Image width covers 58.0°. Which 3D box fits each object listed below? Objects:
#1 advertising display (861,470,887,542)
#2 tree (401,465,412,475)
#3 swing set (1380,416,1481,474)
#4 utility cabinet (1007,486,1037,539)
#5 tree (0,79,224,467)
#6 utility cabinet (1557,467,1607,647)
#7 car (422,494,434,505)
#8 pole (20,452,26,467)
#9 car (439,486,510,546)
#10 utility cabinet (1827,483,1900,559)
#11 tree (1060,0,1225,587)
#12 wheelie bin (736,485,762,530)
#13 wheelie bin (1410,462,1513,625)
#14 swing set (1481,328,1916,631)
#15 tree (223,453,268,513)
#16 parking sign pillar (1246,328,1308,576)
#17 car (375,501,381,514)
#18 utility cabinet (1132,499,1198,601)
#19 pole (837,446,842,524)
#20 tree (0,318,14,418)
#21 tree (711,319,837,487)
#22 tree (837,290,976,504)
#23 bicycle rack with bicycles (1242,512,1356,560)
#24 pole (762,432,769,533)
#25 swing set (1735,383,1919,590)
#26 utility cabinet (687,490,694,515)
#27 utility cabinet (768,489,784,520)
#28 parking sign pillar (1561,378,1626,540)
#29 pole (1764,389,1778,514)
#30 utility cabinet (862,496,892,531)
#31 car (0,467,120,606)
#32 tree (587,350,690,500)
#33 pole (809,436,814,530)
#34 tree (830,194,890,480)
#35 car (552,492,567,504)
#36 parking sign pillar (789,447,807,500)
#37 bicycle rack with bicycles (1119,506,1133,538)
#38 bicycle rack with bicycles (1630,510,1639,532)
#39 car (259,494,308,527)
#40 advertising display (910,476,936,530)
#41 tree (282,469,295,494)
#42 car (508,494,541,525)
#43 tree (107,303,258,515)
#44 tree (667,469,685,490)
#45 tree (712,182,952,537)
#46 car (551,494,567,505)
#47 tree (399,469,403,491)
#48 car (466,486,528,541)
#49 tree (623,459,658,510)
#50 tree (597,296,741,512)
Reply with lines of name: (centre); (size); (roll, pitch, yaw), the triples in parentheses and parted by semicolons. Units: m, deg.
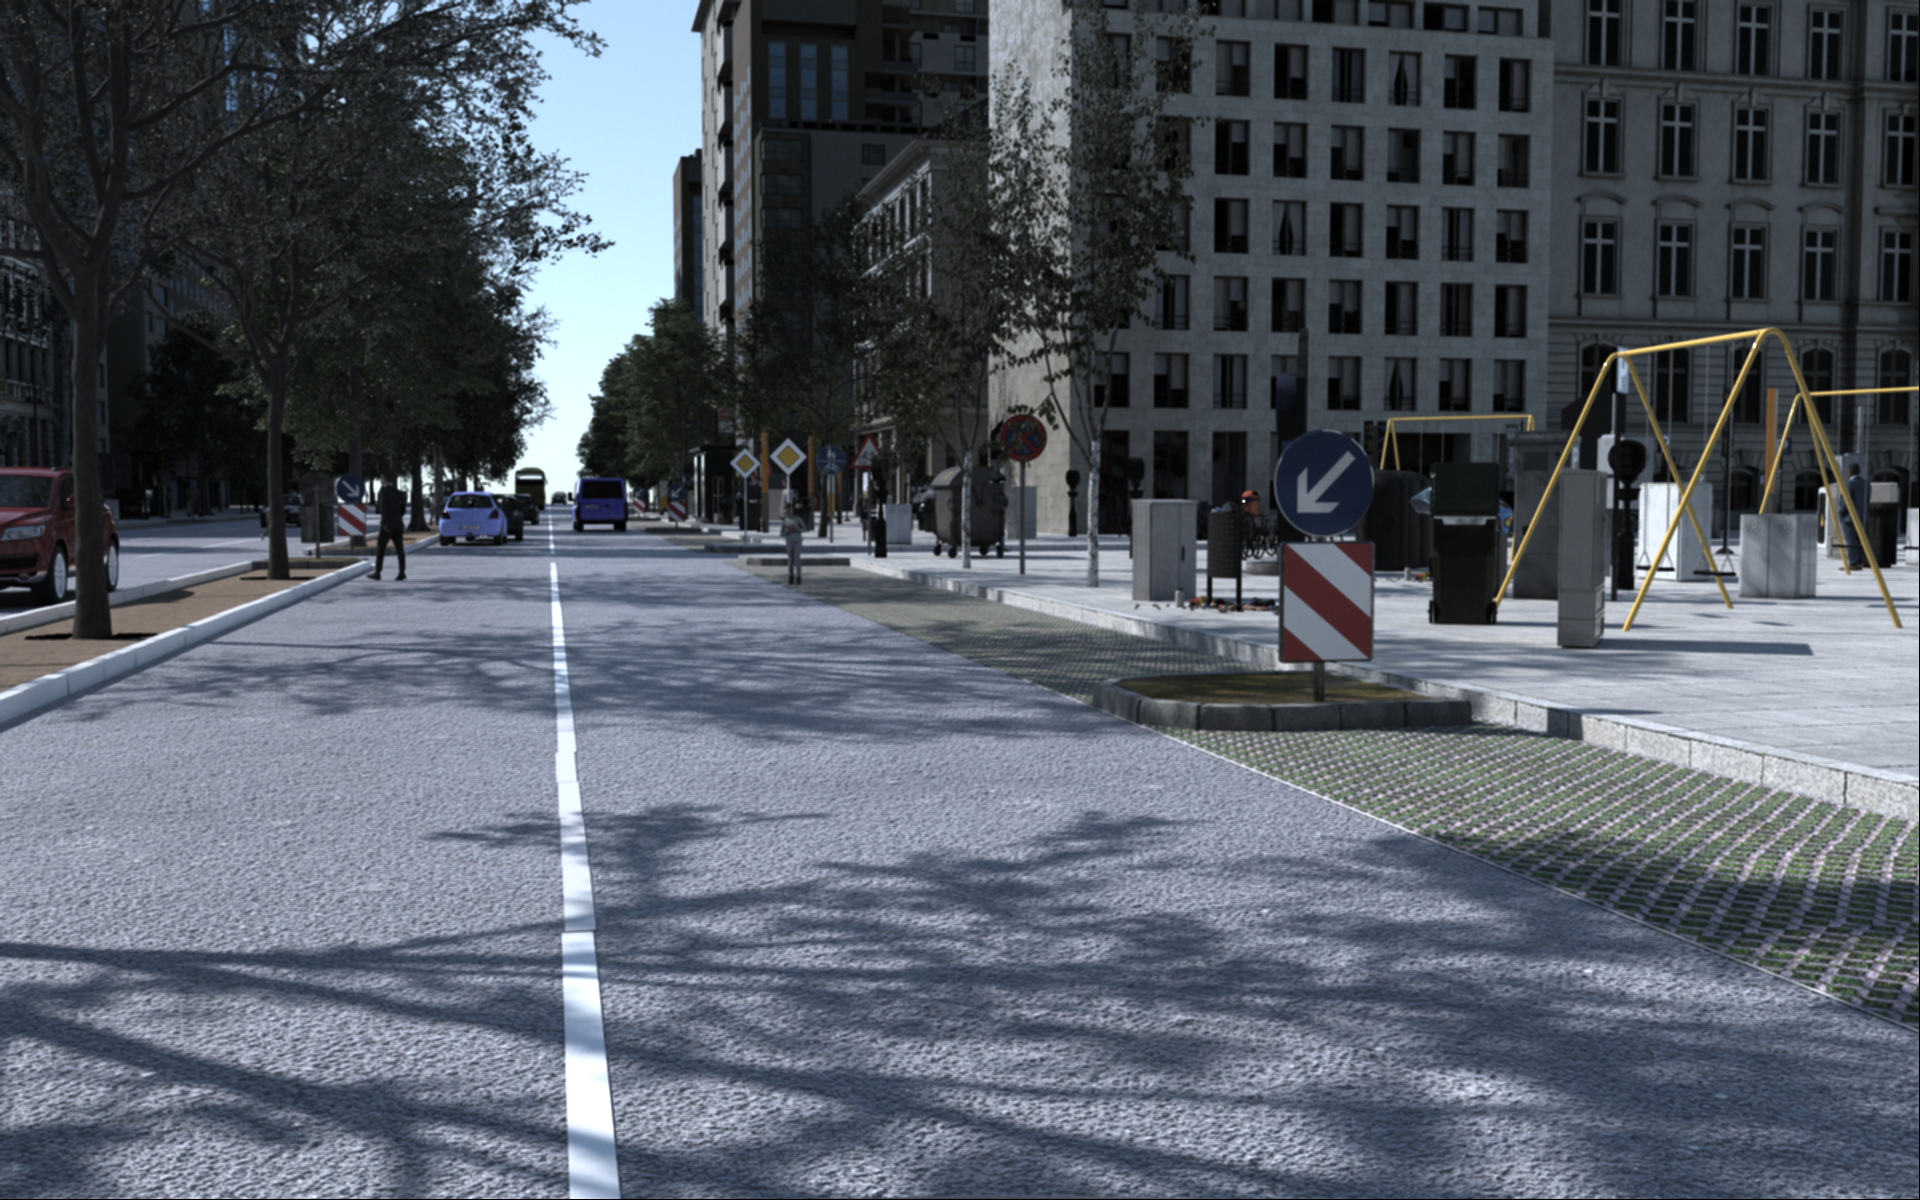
advertising display: (-2.322, -2.540, 46.736); (0.123, 1.923, 0.974); (-3, 5, -40)
tree: (-75.579, -18.617, 230.134); (9.928, 11.665, 9.643); (0, 3, 0)
swing set: (9.971, -2.289, 35.052); (3.119, 2.851, 2.862); (2, 4, 31)
utility cabinet: (1.756, -2.487, 49.337); (0.318, 1.500, 1.173); (2, 4, 32)
tree: (-38.553, -13.476, 76.218); (12.611, 20.169, 13.585); (0, 3, 0)
utility cabinet: (5.346, -0.376, 14.827); (0.318, 1.500, 1.173); (2, 4, 24)
car: (-64.118, -12.140, 208.719); (2.015, 1.641, 3.980); (-1, 4, -14)
pole: (-45.062, -5.476, 83.368); (0.158, 3.312, 0.155); (0, 3, 0)
car: (-13.815, -2.426, 49.260); (1.945, 1.707, 3.694); (-1, 4, -12)
utility cabinet: (17.606, -1.538, 33.822); (0.318, 1.500, 1.173); (-3, 4, -39)
tree: (1.723, -4.495, 23.860); (4.360, 8.622, 3.978); (0, 3, 0)
wheelie bin: (-7.538, -3.287, 61.652); (0.980, 1.594, 0.693); (-3, 5, -45)
wheelie bin: (4.981, -0.571, 17.242); (0.980, 1.594, 0.693); (1, 4, 15)
swing set: (7.424, -1.238, 17.862); (2.862, 2.851, 3.119); (0, 4, -8)
tree: (-49.427, -8.356, 120.327); (4.285, 4.588, 4.351); (0, 3, 0)
parking sign pillar: (5.312, -2.396, 27.652); (1.447, 3.967, 1.447); (1, 4, 13)
car: (-41.015, -6.845, 124.493); (1.945, 1.354, 3.894); (-1, 4, -14)
utility cabinet: (2.508, -0.611, 21.155); (0.306, 1.237, 1.020); (3, 5, 40)
pole: (-5.170, -4.914, 74.182); (0.158, 3.312, 0.155); (0, 3, 0)
tree: (-33.211, -6.464, 56.054); (4.737, 8.622, 4.395); (0, 3, 0)
tree: (-8.199, -7.299, 69.709); (4.737, 8.622, 4.395); (0, 3, 0)
tree: (-1.660, -6.926, 63.605); (4.737, 8.622, 4.395); (0, 3, 0)
bicycle rack with bicycles: (6.418, -1.276, 34.242); (2.852, 0.926, 2.925); (3, 5, 43)
pole: (-6.437, -3.876, 57.220); (0.158, 3.312, 0.155); (0, 3, 0)
swing set: (13.813, -1.709, 25.560); (2.862, 2.851, 3.119); (-2, 4, -32)
utility cabinet: (-16.375, -5.894, 105.051); (0.318, 1.500, 1.173); (0, 4, -1)
utility cabinet: (-8.883, -4.553, 83.113); (1.173, 1.500, 0.318); (2, 4, 27)
parking sign pillar: (13.589, -2.978, 37.160); (1.447, 3.967, 1.447); (2, 4, 29)
pole: (15.718, -2.431, 33.590); (0.158, 3.312, 0.155); (0, 3, 0)
utility cabinet: (-2.899, -3.033, 60.746); (1.020, 1.237, 0.306); (0, 4, 8)
car: (-12.959, -0.912, 23.591); (2.281, 1.827, 5.304); (-1, 4, -15)
tree: (-27.631, -14.872, 149.815); (9.857, 13.997, 8.962); (0, 3, 0)
pole: (-5.245, -4.117, 61.150); (0.158, 3.312, 0.155); (0, 3, 0)
tree: (0.019, -4.858, 29.796); (4.360, 8.622, 3.978); (0, 3, 0)
car: (-60.907, -15.585, 263.482); (2.281, 1.827, 5.304); (-1, 4, -15)
parking sign pillar: (-9.451, -6.865, 100.708); (1.447, 3.967, 1.447); (-3, 5, -44)
bicycle rack with bicycles: (5.810, -2.358, 51.940); (2.852, 0.926, 2.925); (0, 4, 6)
bicycle rack with bicycles: (23.275, -2.655, 56.791); (2.925, 0.926, 2.852); (1, 4, 22)
car: (-29.681, -4.061, 76.184); (2.009, 1.686, 4.222); (-1, 4, -15)
advertising display: (-1.281, -3.423, 61.183); (0.974, 1.923, 0.123); (1, 4, 15)
tree: (-52.234, -8.497, 133.535); (1.663, 3.219, 1.824); (0, 3, 0)
car: (-20.687, -4.370, 81.241); (2.009, 1.686, 4.222); (-1, 4, -11)
tree: (-45.535, -11.441, 104.061); (9.611, 12.733, 9.660); (0, 3, 0)
tree: (-17.932, -7.013, 109.263); (1.663, 3.219, 1.824); (0, 3, 0)
tree: (-3.753, -7.149, 51.293); (7.601, 10.594, 8.767); (-1, 4, -11)
car: (-54.053, -13.544, 233.238); (2.131, 1.459, 4.920); (-1, 4, -12)
tree: (-76.502, -17.587, 237.916); (4.737, 8.622, 4.395); (0, 3, 0)
car: (-14.485, -2.699, 53.908); (2.009, 1.686, 4.222); (-1, 4, -14)
tree: (-25.983, -9.698, 142.277); (4.285, 4.588, 4.351); (0, 3, 0)
tree: (-16.134, -11.121, 99.953); (7.486, 12.596, 7.792); (0, 3, 0)
